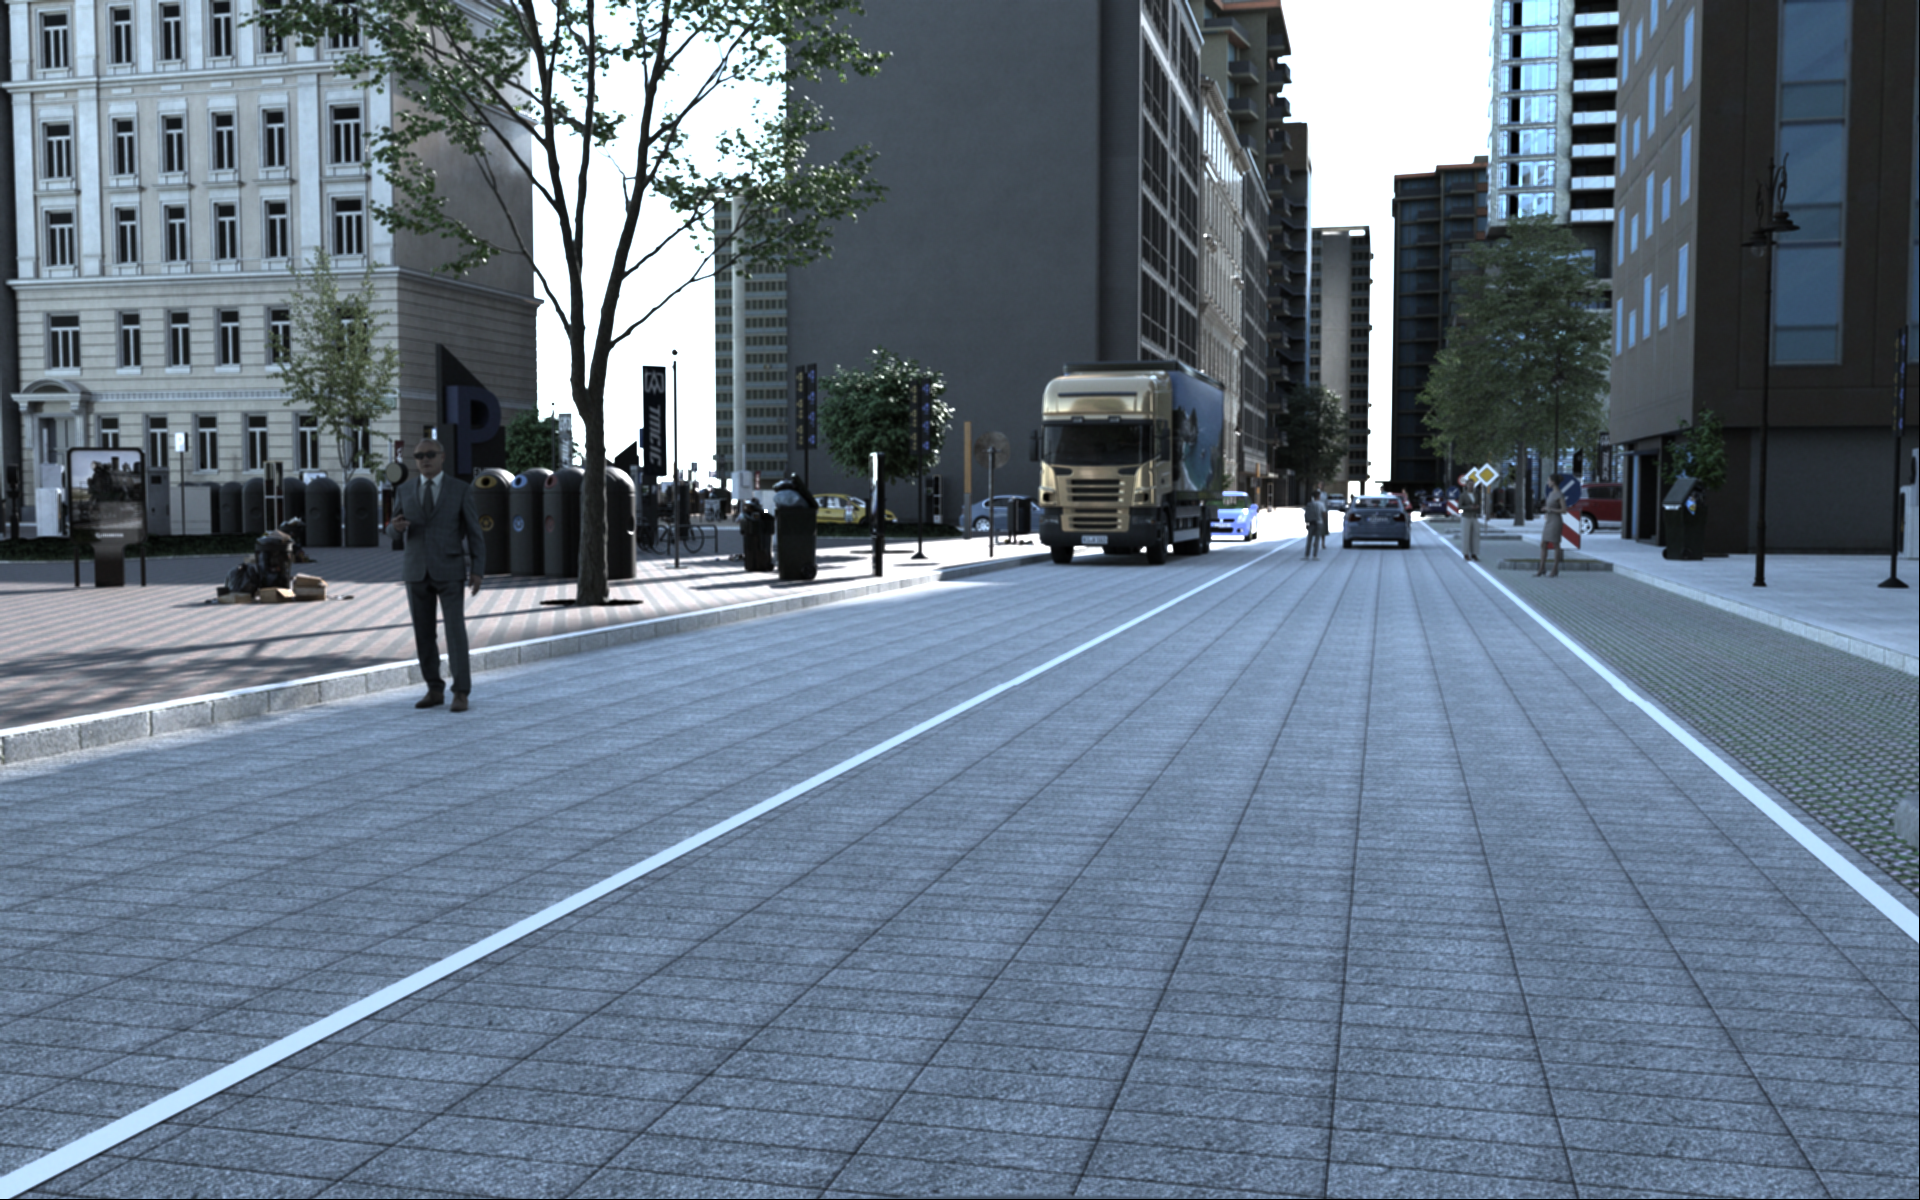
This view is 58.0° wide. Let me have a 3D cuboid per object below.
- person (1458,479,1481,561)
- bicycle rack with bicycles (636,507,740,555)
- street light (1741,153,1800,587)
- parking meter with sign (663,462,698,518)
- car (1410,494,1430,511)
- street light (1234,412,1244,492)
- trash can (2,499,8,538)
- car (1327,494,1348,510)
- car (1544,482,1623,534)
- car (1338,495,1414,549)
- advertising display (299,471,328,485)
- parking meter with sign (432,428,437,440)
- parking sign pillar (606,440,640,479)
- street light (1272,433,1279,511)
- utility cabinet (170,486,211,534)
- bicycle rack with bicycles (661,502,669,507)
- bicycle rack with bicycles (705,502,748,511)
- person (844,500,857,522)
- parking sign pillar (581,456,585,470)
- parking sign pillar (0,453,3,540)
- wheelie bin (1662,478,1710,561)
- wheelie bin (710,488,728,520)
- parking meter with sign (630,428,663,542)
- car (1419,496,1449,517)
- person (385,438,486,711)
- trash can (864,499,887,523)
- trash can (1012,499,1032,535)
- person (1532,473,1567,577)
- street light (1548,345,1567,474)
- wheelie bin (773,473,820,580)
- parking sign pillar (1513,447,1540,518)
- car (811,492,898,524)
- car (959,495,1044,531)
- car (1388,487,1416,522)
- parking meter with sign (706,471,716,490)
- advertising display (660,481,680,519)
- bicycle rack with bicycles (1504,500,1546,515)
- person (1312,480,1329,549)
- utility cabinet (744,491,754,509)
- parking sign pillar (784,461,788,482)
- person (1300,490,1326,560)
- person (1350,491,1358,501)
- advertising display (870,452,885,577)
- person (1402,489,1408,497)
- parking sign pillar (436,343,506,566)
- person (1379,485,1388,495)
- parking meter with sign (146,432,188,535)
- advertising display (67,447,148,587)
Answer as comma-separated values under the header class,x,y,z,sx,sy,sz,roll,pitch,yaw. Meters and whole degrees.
class,x,y,z,sx,sy,sz,roll,pitch,yaw
person,10.855,-1.699,36.831,0.519,1.759,0.362,-1,4,-21
bicycle rack with bicycles,-6.739,-1.485,37.655,2.852,0.926,2.925,2,4,28
street light,11.120,-3.127,23.909,0.468,5.910,1.993,1,4,14
parking meter with sign,-14.983,-5.940,93.373,1.738,3.016,0.543,2,4,27
car,39.957,-8.563,149.798,2.009,1.686,4.222,1,4,14
street light,15.676,-7.632,97.577,0.468,5.910,1.993,1,4,14
trash can,-27.121,-2.258,48.578,0.748,1.137,0.748,0,3,0
car,32.109,-8.320,148.040,2.014,1.417,4.499,1,4,12
car,22.244,-2.994,57.621,5.304,1.827,2.281,1,4,16
car,11.242,-2.129,46.813,2.014,1.417,4.499,1,4,13
advertising display,-17.919,-2.620,48.055,0.123,1.923,0.974,1,4,22
parking meter with sign,-13.093,-3.050,46.122,1.738,3.016,0.543,-2,4,-30
parking sign pillar,-16.575,-5.984,86.315,1.447,3.967,1.447,1,4,20
street light,23.279,-9.484,127.851,0.468,5.910,1.993,1,4,14
utility cabinet,-22.503,-2.559,50.516,0.318,1.500,1.173,3,5,43
bicycle rack with bicycles,-14.345,-4.190,81.895,2.925,0.926,2.852,0,4,-1
bicycle rack with bicycles,-10.513,-4.010,78.937,2.852,0.926,2.925,1,4,11
person,-3.966,-2.989,62.389,0.505,1.210,0.382,-1,4,-9
parking sign pillar,-26.033,-8.042,119.953,1.447,3.967,1.447,-3,4,-36
parking sign pillar,-20.383,-2.903,35.944,1.447,3.967,1.447,-1,4,-8
wheelie bin,14.119,-1.578,33.707,0.693,1.594,0.980,-1,4,-12
wheelie bin,-12.117,-4.819,86.690,0.693,1.594,0.980,3,4,38
parking meter with sign,-8.513,-3.065,46.366,0.543,3.016,1.738,-2,4,-25
car,29.450,-5.797,107.361,1.945,1.354,3.894,1,4,15
person,-3.507,-0.174,11.516,0.661,1.801,0.590,0,4,-2
trash can,-2.607,-2.545,53.257,0.748,1.137,0.748,0,3,0
trash can,1.942,-2.639,54.803,0.748,1.137,0.748,0,3,0
person,10.099,-1.272,29.634,0.374,1.781,0.599,-1,4,-10
street light,18.615,-4.970,54.053,0.468,5.910,1.993,1,4,14
wheelie bin,-2.477,-1.112,26.093,0.693,1.594,0.980,-1,4,-9
parking sign pillar,29.939,-6.301,91.500,1.447,3.967,1.447,1,4,17
car,-4.302,-3.316,64.444,3.980,1.641,2.015,1,4,15
car,2.241,-3.049,61.861,4.499,1.417,2.014,1,4,14
car,21.633,-4.737,86.486,2.155,1.783,4.494,1,4,16
parking meter with sign,-18.624,-8.115,128.947,0.543,3.016,1.738,-1,4,-23
advertising display,-14.342,-4.930,85.814,0.974,1.923,0.123,0,4,-2
bicycle rack with bicycles,34.030,-5.519,103.612,2.925,0.926,2.852,-1,4,-11
person,9.463,-2.255,45.588,0.478,1.798,0.641,0,4,-4
utility cabinet,-16.670,-7.848,136.993,1.173,1.500,0.318,1,4,23
parking sign pillar,-9.314,-6.688,97.824,1.447,3.967,1.447,-3,5,-44
person,7.662,-1.620,37.581,0.503,1.515,0.523,-1,4,-13
person,43.799,-11.237,192.757,0.750,1.759,0.617,-1,4,-10
advertising display,-1.300,-1.345,27.204,0.123,1.923,0.974,-1,4,-10
person,33.113,-7.399,129.390,0.656,1.842,0.836,0,4,-7
parking sign pillar,-8.889,-2.635,31.554,1.447,3.967,1.447,2,4,29
person,19.117,-4.248,77.976,0.620,1.820,0.660,-2,4,-28
parking meter with sign,-22.522,-3.189,48.408,0.543,3.016,1.738,3,4,37
advertising display,-11.797,-1.148,23.989,0.974,1.923,0.123,-1,4,-13
